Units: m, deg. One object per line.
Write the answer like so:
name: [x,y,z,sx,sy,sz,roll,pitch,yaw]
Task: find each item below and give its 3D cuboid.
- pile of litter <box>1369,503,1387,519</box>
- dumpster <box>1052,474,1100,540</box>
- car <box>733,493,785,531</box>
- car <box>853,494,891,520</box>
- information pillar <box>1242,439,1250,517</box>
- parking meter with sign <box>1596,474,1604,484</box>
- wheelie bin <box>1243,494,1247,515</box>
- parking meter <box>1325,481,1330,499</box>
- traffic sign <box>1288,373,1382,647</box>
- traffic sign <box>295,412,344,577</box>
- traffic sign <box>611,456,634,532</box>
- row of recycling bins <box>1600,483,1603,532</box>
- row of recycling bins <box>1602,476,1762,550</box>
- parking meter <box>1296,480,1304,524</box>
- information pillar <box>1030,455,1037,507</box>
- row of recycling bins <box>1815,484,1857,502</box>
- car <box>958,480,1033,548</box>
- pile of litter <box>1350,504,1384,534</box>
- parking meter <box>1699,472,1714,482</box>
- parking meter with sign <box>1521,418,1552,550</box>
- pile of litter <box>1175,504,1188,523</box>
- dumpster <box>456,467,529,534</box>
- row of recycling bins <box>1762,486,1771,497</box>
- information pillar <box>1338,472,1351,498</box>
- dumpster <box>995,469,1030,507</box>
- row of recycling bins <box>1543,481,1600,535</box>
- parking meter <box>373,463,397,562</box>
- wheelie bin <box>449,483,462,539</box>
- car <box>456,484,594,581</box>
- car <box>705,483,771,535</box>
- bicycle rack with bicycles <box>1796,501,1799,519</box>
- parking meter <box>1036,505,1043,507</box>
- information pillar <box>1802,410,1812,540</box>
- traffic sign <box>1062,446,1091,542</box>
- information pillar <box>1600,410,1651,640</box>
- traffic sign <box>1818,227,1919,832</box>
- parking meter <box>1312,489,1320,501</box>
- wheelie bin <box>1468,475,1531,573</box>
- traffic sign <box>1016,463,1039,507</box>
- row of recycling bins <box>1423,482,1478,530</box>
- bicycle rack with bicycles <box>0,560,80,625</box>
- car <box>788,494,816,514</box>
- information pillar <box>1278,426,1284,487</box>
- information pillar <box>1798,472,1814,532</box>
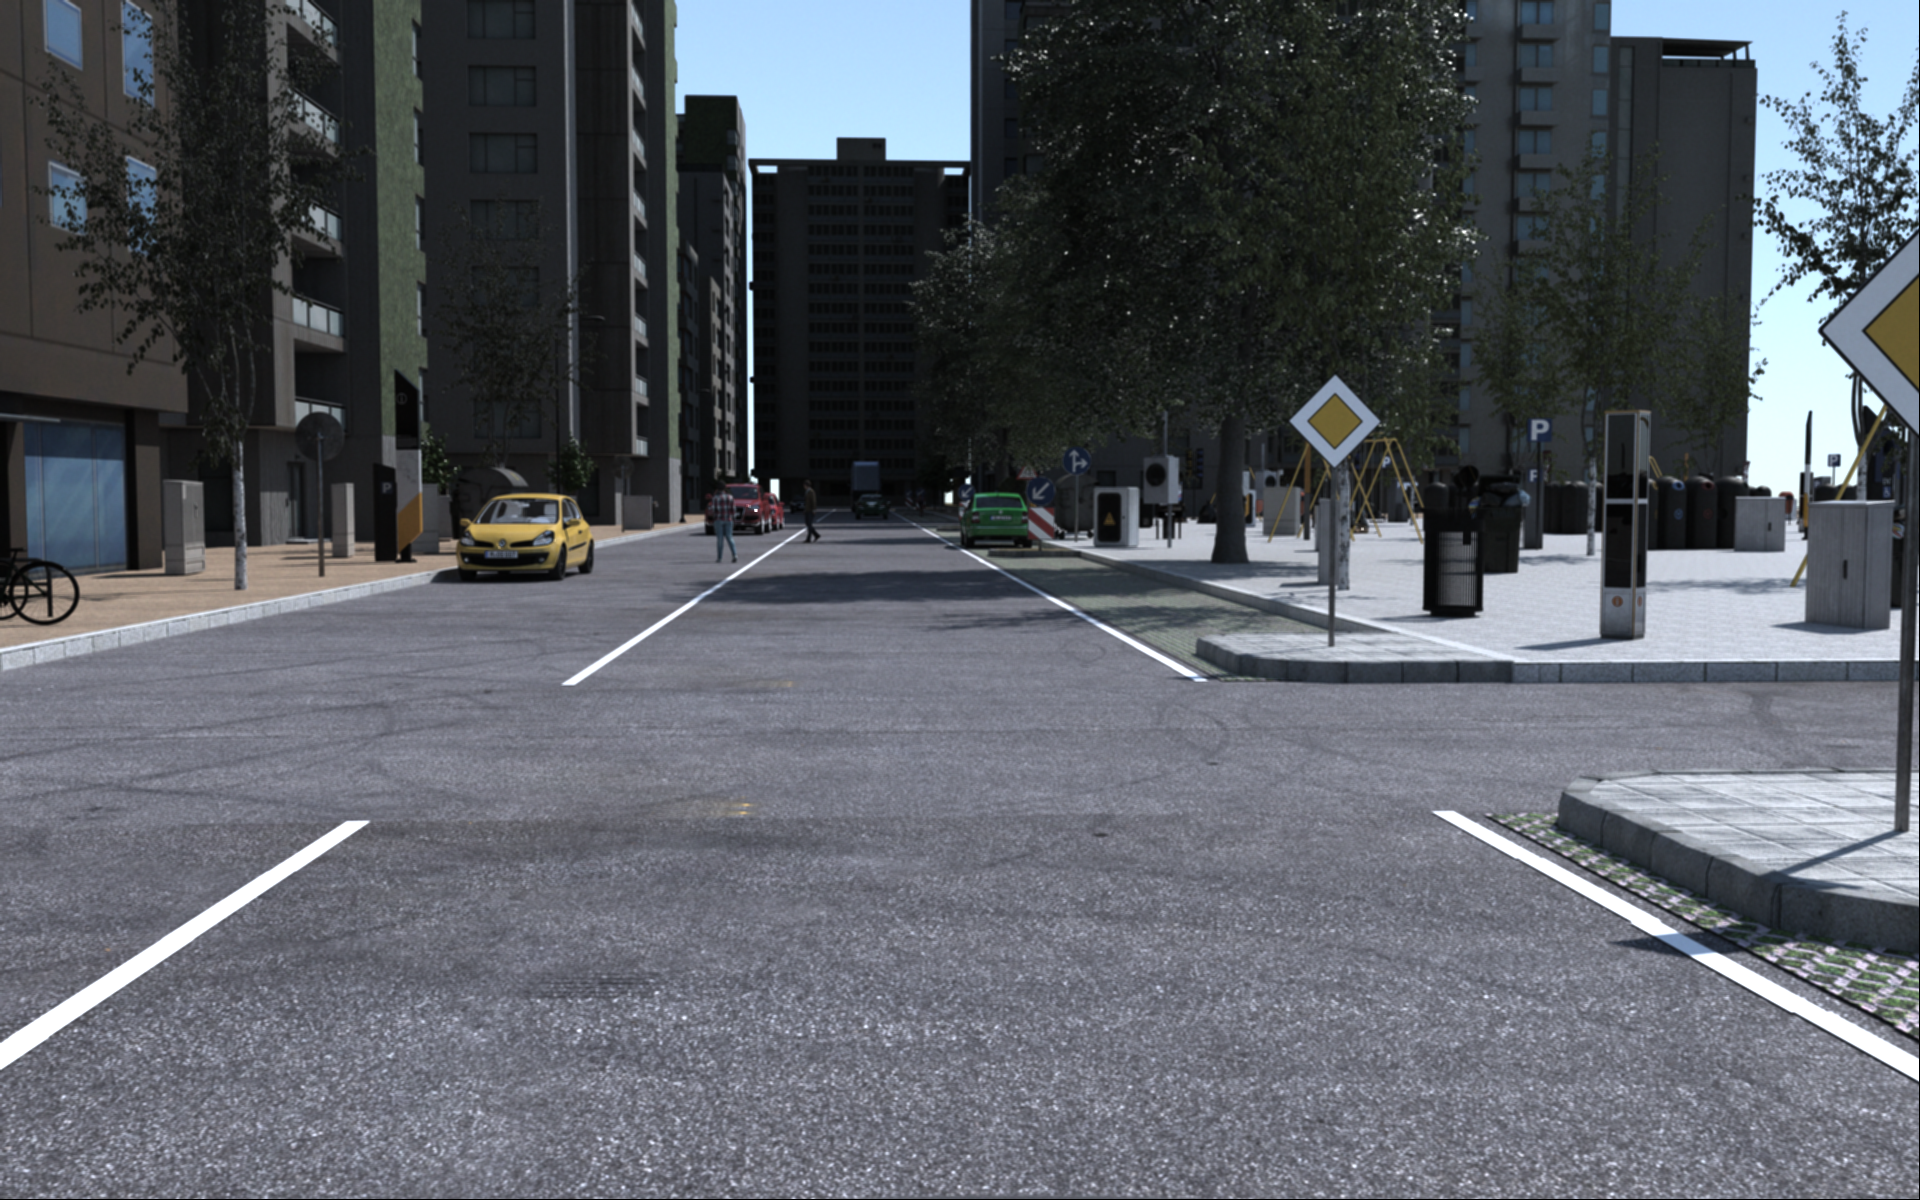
pile of litter: [21.023,-4.588,88.979,1.719,0.858,1.176,2,4,23]
dumpster: [3.332,-2.670,49.405,1.264,1.857,1.865,0,4,-3]
car: [-8.015,-3.659,68.861,2.155,1.783,4.494,0,4,-2]
car: [-5.016,-5.313,98.658,2.131,1.459,4.920,0,4,-2]
information pillar: [10.210,-4.357,62.598,0.504,3.616,0.183,-1,4,-12]
parking meter with sign: [24.251,-4.206,65.031,0.543,3.016,1.738,-2,4,-35]
wheelie bin: [8.756,-2.883,55.038,0.693,1.594,0.980,1,4,11]
parking meter: [16.869,-4.484,79.025,0.399,1.863,0.255,-2,4,-33]
traffic sign: [3.122,-0.665,14.510,0.795,2.450,0.064,0,4,-3]
traffic sign: [-9.919,-1.635,26.838,0.768,2.556,0.104,0,4,2]
traffic sign: [-11.291,-3.540,57.977,0.768,2.556,0.104,0,4,0]
row of recycling bins: [22.282,-3.113,58.004,1.069,1.692,3.534,-2,4,-24]
row of recycling bins: [16.834,-2.035,40.384,3.534,1.692,1.069,-1,4,-21]
parking meter: [14.478,-4.148,73.524,0.399,1.863,0.255,-1,4,-14]
information pillar: [2.739,-4.503,64.973,0.183,3.616,0.504,-1,4,-19]
row of recycling bins: [35.586,-3.791,69.095,3.534,1.692,1.069,-2,4,-24]
car: [0.952,-2.335,46.975,1.959,1.807,4.718,0,4,-3]
pile of litter: [12.850,-2.611,56.659,1.719,0.858,1.176,0,4,2]
parking meter: [19.688,-2.445,45.694,0.399,1.863,0.255,2,4,29]
parking meter with sign: [13.467,-2.713,40.625,0.543,3.016,1.738,1,4,12]
pile of litter: [9.763,-3.926,78.161,1.176,0.858,1.719,1,4,19]
dumpster: [-10.224,-1.964,37.872,1.264,1.857,1.865,0,4,-3]
row of recycling bins: [39.902,-4.980,88.532,1.069,1.692,3.534,-2,4,-25]
information pillar: [12.864,-3.277,58.064,0.304,2.012,0.304,-3,5,-42]
dumpster: [2.156,-3.967,67.348,1.502,2.255,1.985,0,4,-3]
row of recycling bins: [19.746,-3.027,56.610,1.069,1.692,3.534,0,4,4]
parking meter: [-10.927,-1.667,32.966,0.399,1.863,0.255,-3,4,-36]
wheelie bin: [-14.046,-2.520,49.116,0.980,1.594,0.693,2,4,34]
car: [-7.463,-1.203,29.890,2.015,1.641,3.980,0,4,-2]
car: [-7.941,-3.277,62.257,2.281,1.827,5.304,0,4,-2]
bicycle rack with bicycles: [43.889,-4.594,88.488,2.925,0.926,2.852,-1,4,-16]
parking meter: [3.396,-4.046,74.570,0.372,1.533,0.369,0,3,0]
information pillar: [23.682,-3.488,48.388,0.183,3.616,0.504,2,4,34]
traffic sign: [3.122,-2.834,46.442,0.768,2.556,0.104,0,4,5]
information pillar: [5.890,-0.663,15.339,0.304,2.012,0.304,3,5,40]
traffic sign: [3.587,-0.177,6.538,0.795,2.450,0.064,0,4,-3]
parking meter: [17.881,-4.811,87.065,0.372,1.533,0.369,0,3,0]
wheelie bin: [8.851,-1.251,28.356,0.980,1.594,0.693,0,4,4]
traffic sign: [2.479,-3.876,63.384,0.884,2.594,0.081,0,4,2]
row of recycling bins: [18.064,-3.349,61.866,3.534,1.692,1.069,-2,4,-28]
bicycle rack with bicycles: [-10.130,-0.221,16.993,2.925,0.926,2.852,0,4,-4]
car: [-11.551,-7.154,126.752,2.009,1.686,4.222,0,4,-5]
information pillar: [10.932,-4.143,59.099,0.183,3.616,0.504,0,4,-2]
information pillar: [28.361,-3.276,58.059,0.304,2.012,0.304,0,4,-7]
